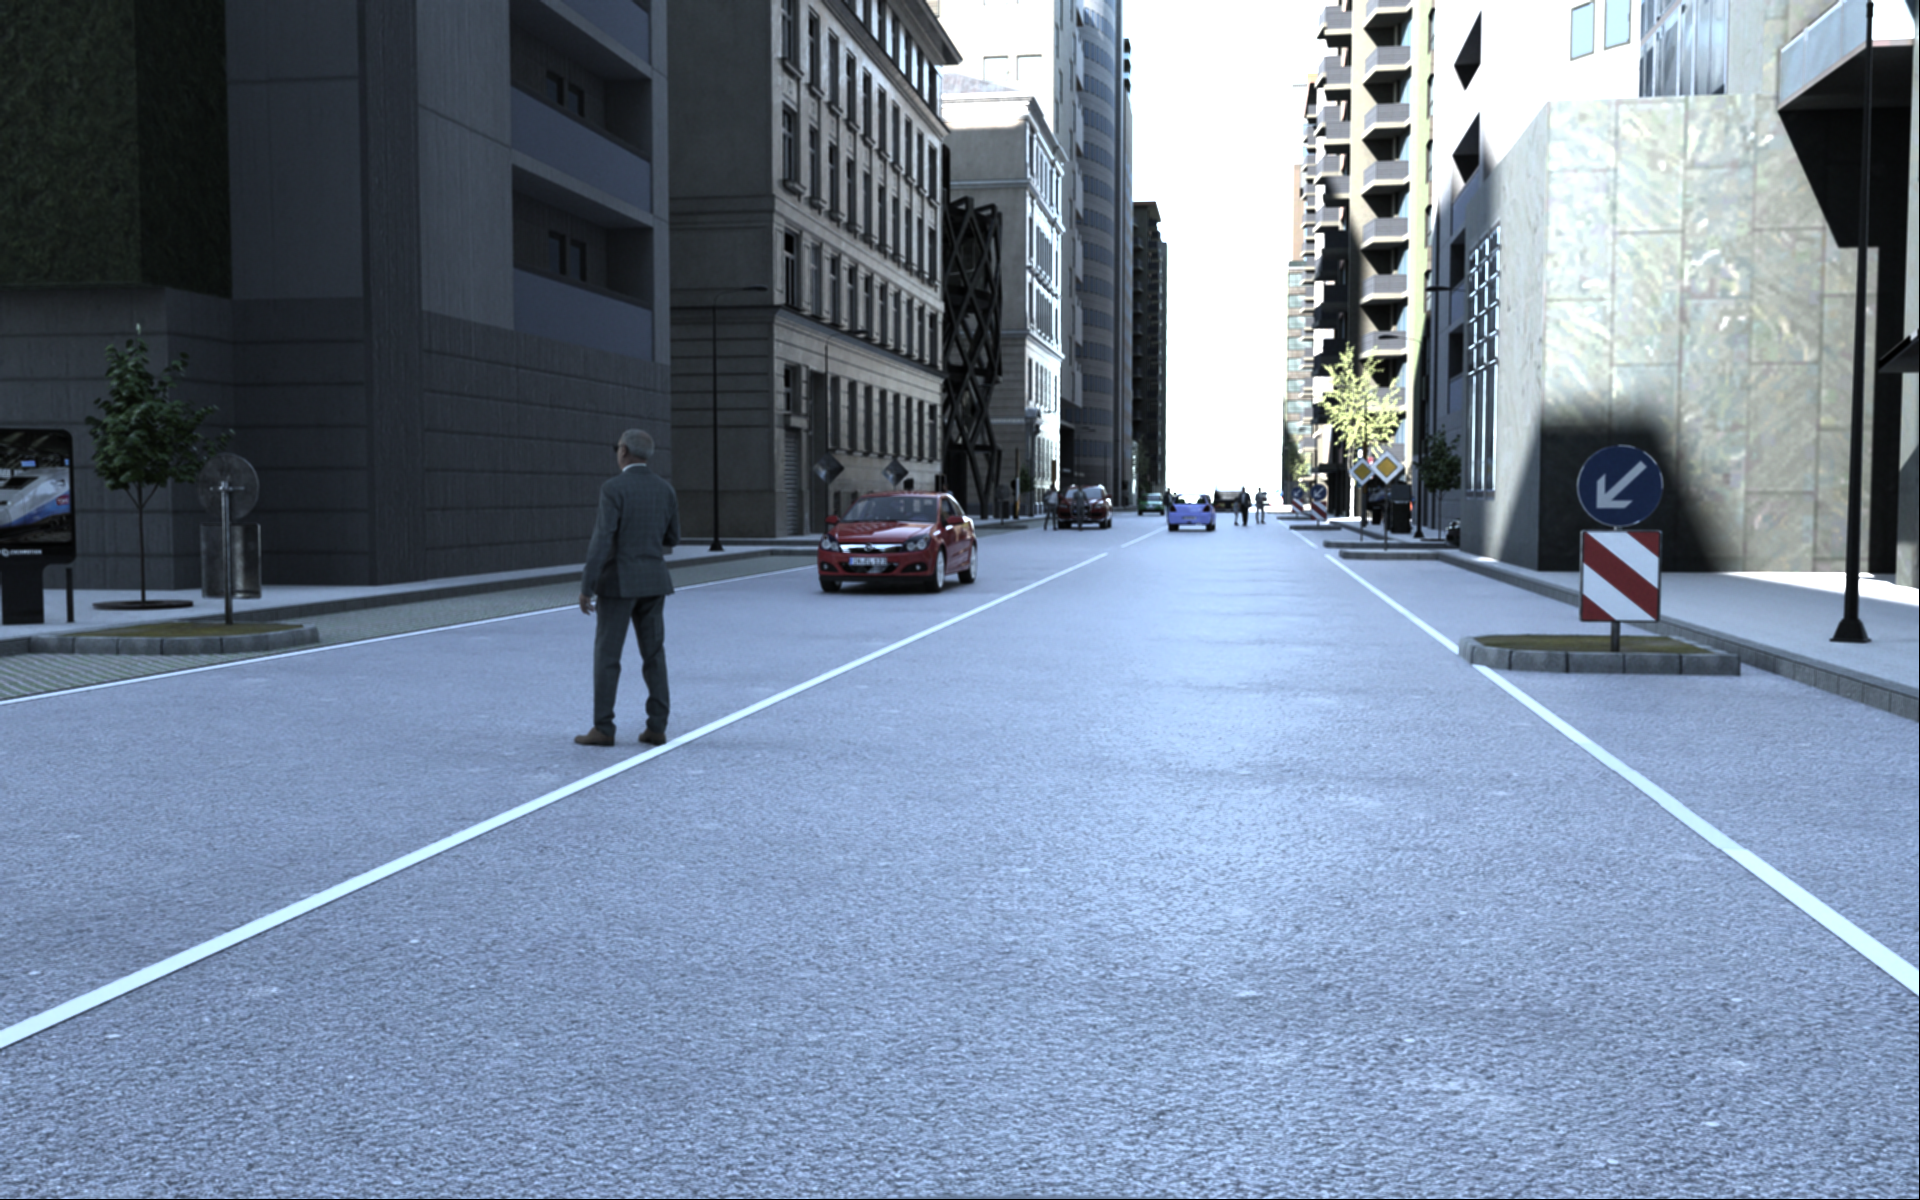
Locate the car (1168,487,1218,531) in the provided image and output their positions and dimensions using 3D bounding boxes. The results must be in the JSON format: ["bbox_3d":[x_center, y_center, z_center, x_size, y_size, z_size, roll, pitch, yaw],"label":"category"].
[{"bbox_3d":[9.155,-3.584,68.190,1.945,1.707,3.694,1,4,11],"label":"car"}]

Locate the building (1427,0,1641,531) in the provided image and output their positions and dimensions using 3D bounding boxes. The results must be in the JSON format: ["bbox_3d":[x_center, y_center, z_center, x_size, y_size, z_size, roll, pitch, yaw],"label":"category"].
[{"bbox_3d":[29.936,-31.193,52.006,28.212,58.520,21.231,1,4,9],"label":"building"}]

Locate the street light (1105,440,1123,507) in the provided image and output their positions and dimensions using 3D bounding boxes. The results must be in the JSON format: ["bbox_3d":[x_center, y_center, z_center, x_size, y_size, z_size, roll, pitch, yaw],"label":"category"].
[{"bbox_3d":[13.052,-10.793,149.003,1.470,5.913,1.316,1,4,9],"label":"street light"}]

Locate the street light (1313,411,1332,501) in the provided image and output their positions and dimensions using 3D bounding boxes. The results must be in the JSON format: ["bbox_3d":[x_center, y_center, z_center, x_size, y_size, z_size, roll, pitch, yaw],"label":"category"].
[{"bbox_3d":[20.673,-7.630,97.290,1.470,5.913,1.316,1,4,9],"label":"street light"}]

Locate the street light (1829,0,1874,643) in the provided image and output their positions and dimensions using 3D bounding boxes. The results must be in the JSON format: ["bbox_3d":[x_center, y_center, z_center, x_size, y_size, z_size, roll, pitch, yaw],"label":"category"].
[{"bbox_3d":[7.228,-2.597,15.009,1.470,5.913,1.316,1,4,9],"label":"street light"}]

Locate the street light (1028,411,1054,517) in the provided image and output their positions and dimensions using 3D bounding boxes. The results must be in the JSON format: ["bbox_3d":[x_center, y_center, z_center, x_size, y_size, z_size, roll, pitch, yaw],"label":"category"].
[{"bbox_3d":[4.527,-7.603,96.847,1.470,5.913,1.316,1,4,9],"label":"street light"}]

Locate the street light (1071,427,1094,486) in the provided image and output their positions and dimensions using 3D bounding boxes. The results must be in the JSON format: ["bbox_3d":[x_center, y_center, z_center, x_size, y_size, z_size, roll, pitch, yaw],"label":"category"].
[{"bbox_3d":[8.304,-9.034,120.240,1.470,5.913,1.316,1,4,9],"label":"street light"}]

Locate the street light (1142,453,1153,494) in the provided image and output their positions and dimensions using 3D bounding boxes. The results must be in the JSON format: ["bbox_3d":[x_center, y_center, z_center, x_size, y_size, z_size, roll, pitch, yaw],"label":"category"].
[{"bbox_3d":[20.709,-13.652,195.754,1.470,5.913,1.316,1,4,9],"label":"street light"}]

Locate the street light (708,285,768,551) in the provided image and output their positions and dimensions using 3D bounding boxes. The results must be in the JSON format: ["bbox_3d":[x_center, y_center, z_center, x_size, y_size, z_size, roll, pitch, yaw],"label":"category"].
[{"bbox_3d":[-4.958,-4.049,38.749,1.470,5.913,1.316,1,4,9],"label":"street light"}]

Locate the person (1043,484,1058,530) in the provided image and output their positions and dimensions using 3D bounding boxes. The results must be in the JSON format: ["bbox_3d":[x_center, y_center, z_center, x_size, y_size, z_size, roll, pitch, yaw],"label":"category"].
[{"bbox_3d":[3.591,-3.680,68.777,0.679,1.850,0.850,-2,4,-28],"label":"person"}]

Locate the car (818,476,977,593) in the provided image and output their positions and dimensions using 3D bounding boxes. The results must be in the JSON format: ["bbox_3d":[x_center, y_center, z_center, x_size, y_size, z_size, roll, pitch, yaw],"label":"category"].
[{"bbox_3d":[-0.905,-1.076,26.633,2.155,1.783,4.494,1,4,10],"label":"car"}]

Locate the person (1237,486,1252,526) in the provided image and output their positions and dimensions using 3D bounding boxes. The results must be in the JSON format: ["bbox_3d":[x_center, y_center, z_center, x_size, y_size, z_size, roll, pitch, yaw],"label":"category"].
[{"bbox_3d":[12.892,-4.262,78.582,0.661,1.777,0.834,1,4,17],"label":"person"}]

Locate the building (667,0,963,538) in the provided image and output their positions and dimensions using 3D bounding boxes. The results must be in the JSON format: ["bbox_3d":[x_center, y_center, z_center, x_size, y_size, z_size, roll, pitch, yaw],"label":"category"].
[{"bbox_3d":[-10.218,-14.147,64.585,16.112,22.955,30.059,1,4,9],"label":"building"}]

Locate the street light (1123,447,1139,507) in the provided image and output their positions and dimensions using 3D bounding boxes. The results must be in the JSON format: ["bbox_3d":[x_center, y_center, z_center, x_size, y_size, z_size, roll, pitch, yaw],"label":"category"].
[{"bbox_3d":[16.876,-12.222,172.367,1.470,5.913,1.316,1,4,9],"label":"street light"}]

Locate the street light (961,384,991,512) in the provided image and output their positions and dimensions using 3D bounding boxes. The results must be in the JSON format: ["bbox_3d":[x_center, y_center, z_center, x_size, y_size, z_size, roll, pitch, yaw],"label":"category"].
[{"bbox_3d":[0.633,-6.175,73.494,1.470,5.913,1.316,1,4,9],"label":"street light"}]

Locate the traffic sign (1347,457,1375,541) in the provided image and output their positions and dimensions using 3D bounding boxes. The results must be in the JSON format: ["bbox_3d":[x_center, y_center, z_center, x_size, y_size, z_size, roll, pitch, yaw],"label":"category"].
[{"bbox_3d":[10.881,-2.645,46.890,0.795,2.450,0.064,1,4,9],"label":"traffic sign"}]

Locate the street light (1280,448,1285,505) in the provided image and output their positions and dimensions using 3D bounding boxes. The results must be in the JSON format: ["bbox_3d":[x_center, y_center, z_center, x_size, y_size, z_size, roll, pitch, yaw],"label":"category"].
[{"bbox_3d":[32.974,-12.249,172.804,1.470,5.913,1.316,1,4,9],"label":"street light"}]

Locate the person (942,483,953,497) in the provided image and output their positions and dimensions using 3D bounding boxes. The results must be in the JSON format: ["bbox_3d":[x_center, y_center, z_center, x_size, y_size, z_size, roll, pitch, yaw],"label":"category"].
[{"bbox_3d":[-0.461,-3.075,58.866,0.778,1.811,0.616,-2,4,-24],"label":"person"}]

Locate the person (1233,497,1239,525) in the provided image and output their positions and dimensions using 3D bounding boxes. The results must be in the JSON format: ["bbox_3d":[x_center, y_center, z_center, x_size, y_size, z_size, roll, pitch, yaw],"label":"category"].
[{"bbox_3d":[12.768,-4.106,79.912,0.394,1.301,0.425,-2,4,-35],"label":"person"}]

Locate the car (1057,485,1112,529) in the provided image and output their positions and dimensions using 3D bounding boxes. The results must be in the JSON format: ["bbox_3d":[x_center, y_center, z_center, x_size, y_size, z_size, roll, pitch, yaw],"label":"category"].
[{"bbox_3d":[5.261,-3.915,72.680,2.281,1.827,5.304,1,4,8],"label":"car"}]

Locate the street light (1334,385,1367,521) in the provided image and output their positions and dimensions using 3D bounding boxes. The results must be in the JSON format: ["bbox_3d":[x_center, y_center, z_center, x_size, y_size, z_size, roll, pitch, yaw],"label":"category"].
[{"bbox_3d":[16.746,-6.202,73.943,1.470,5.913,1.316,1,4,9],"label":"street light"}]

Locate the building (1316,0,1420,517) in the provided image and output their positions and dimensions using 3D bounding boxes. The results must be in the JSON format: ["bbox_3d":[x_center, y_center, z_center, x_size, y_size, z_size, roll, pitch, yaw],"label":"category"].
[{"bbox_3d":[32.308,-27.345,101.715,22.147,44.769,28.867,1,4,9],"label":"building"}]

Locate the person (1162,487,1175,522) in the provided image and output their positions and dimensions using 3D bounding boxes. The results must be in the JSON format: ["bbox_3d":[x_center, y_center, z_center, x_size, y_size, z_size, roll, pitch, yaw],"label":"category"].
[{"bbox_3d":[10.429,-4.746,86.439,0.623,1.781,0.721,-3,5,-43],"label":"person"}]

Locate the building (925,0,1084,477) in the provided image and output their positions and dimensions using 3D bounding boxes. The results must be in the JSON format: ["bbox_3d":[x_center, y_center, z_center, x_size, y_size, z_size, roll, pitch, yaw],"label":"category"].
[{"bbox_3d":[-4.457,-33.642,139.284,28.713,52.752,27.495,1,4,9],"label":"building"}]

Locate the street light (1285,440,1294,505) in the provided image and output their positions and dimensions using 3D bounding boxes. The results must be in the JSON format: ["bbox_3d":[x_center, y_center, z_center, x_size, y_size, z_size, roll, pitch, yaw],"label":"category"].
[{"bbox_3d":[28.989,-10.802,149.155,1.470,5.913,1.316,1,4,9],"label":"street light"}]

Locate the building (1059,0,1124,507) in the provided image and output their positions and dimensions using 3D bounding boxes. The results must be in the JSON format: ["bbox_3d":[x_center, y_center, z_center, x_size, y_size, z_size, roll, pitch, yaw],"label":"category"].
[{"bbox_3d":[4.244,-38.222,166.925,21.231,58.520,28.212,1,4,9],"label":"building"}]

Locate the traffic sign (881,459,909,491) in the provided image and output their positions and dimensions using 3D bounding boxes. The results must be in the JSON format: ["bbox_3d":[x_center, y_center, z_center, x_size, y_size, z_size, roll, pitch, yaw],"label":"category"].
[{"bbox_3d":[-1.842,-2.773,48.975,0.795,2.450,0.064,1,4,9],"label":"traffic sign"}]

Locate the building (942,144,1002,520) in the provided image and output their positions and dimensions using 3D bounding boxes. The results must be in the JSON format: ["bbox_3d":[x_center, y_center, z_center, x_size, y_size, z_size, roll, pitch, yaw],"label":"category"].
[{"bbox_3d":[-6.461,-13.533,88.713,16.820,18.784,16.811,1,4,9],"label":"building"}]

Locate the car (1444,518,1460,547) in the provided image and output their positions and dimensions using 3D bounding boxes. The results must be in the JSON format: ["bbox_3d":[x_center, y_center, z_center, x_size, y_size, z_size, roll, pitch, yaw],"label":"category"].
[{"bbox_3d":[14.152,-2.015,42.734,4.222,1.686,2.009,1,4,9],"label":"car"}]

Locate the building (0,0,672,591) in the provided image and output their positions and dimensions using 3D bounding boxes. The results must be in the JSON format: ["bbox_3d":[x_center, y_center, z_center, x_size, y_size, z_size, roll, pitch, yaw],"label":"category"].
[{"bbox_3d":[-20.684,-30.032,33.023,28.212,58.520,21.231,1,4,9],"label":"building"}]

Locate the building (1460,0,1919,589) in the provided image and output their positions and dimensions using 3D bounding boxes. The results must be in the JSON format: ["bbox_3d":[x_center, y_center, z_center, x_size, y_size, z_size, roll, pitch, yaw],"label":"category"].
[{"bbox_3d":[19.810,-43.226,19.415,22.319,86.520,31.000,1,4,9],"label":"building"}]

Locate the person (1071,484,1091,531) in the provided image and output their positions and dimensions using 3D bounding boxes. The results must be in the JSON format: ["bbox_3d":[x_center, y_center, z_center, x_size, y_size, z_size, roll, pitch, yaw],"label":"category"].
[{"bbox_3d":[4.751,-3.635,68.054,0.709,1.813,0.853,-1,4,-22],"label":"person"}]

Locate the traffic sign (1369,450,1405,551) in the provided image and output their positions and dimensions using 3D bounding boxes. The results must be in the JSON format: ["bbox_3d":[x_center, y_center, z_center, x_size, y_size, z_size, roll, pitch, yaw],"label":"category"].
[{"bbox_3d":[9.597,-2.163,39.008,0.795,2.450,0.064,1,4,9],"label":"traffic sign"}]

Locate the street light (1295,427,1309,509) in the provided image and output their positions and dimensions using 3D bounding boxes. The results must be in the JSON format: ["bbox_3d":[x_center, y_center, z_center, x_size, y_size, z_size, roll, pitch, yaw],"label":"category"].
[{"bbox_3d":[25.242,-9.372,125.779,1.470,5.913,1.316,1,4,9],"label":"street light"}]

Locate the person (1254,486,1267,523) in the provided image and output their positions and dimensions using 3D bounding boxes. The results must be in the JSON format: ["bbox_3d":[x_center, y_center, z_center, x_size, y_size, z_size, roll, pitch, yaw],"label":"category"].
[{"bbox_3d":[14.669,-4.632,84.437,0.606,1.804,0.583,-3,5,-43],"label":"person"}]

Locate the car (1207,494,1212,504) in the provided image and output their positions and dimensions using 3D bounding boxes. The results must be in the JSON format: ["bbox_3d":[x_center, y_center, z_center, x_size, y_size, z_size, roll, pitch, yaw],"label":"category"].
[{"bbox_3d":[33.456,-13.906,236.397,2.155,1.783,4.494,1,4,9],"label":"car"}]

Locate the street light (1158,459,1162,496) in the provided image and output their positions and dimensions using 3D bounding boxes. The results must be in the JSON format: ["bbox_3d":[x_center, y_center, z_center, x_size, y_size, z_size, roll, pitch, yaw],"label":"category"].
[{"bbox_3d":[26.130,-15.751,230.074,1.470,5.913,1.316,1,4,9],"label":"street light"}]

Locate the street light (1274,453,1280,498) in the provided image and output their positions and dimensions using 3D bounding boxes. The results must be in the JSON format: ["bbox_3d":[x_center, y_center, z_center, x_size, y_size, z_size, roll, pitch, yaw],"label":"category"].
[{"bbox_3d":[38.567,-14.395,207.904,1.470,5.913,1.316,1,4,9],"label":"street light"}]

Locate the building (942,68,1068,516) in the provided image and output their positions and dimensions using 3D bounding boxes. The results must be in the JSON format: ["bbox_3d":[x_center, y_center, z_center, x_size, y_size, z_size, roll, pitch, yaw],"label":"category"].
[{"bbox_3d":[-0.649,-19.962,112.285,13.634,28.700,20.117,1,4,9],"label":"building"}]

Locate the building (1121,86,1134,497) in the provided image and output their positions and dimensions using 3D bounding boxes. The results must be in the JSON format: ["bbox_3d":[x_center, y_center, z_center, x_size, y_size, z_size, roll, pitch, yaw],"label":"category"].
[{"bbox_3d":[11.377,-32.904,188.092,14.600,45.320,14.200,1,4,9],"label":"building"}]

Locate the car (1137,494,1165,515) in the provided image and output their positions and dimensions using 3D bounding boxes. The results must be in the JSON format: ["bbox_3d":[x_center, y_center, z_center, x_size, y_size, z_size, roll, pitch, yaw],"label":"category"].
[{"bbox_3d":[13.072,-6.691,118.193,1.959,1.807,4.718,0,4,8],"label":"car"}]

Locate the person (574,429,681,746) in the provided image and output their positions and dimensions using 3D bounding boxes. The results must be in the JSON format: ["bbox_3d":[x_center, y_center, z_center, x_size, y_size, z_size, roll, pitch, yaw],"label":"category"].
[{"bbox_3d":[-1.938,-0.079,9.968,0.590,1.801,0.661,3,5,40],"label":"person"}]

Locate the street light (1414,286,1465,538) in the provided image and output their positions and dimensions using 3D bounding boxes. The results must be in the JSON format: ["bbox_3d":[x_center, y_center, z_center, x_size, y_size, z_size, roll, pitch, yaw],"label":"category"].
[{"bbox_3d":[11.071,-4.046,38.698,1.470,5.913,1.316,1,4,9],"label":"street light"}]

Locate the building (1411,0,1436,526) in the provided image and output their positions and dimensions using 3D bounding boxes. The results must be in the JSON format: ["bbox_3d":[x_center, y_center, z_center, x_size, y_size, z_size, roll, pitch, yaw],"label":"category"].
[{"bbox_3d":[26.359,-18.446,73.297,14.160,30.474,14.107,1,4,9],"label":"building"}]

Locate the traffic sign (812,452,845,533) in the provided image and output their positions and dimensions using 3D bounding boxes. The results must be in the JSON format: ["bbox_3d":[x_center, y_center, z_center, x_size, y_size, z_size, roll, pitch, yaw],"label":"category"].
[{"bbox_3d":[-3.126,-2.291,41.094,0.795,2.450,0.064,1,4,9],"label":"traffic sign"}]

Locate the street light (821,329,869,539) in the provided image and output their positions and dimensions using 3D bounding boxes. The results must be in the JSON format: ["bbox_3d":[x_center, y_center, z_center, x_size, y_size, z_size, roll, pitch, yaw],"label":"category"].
[{"bbox_3d":[-3.248,-4.680,49.057,1.470,5.913,1.316,1,4,9],"label":"street light"}]

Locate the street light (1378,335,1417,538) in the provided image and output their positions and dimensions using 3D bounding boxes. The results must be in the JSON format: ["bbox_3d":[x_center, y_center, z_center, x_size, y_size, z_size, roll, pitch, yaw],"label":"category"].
[{"bbox_3d":[12.894,-4.773,50.583,1.470,5.913,1.316,1,4,9],"label":"street light"}]
